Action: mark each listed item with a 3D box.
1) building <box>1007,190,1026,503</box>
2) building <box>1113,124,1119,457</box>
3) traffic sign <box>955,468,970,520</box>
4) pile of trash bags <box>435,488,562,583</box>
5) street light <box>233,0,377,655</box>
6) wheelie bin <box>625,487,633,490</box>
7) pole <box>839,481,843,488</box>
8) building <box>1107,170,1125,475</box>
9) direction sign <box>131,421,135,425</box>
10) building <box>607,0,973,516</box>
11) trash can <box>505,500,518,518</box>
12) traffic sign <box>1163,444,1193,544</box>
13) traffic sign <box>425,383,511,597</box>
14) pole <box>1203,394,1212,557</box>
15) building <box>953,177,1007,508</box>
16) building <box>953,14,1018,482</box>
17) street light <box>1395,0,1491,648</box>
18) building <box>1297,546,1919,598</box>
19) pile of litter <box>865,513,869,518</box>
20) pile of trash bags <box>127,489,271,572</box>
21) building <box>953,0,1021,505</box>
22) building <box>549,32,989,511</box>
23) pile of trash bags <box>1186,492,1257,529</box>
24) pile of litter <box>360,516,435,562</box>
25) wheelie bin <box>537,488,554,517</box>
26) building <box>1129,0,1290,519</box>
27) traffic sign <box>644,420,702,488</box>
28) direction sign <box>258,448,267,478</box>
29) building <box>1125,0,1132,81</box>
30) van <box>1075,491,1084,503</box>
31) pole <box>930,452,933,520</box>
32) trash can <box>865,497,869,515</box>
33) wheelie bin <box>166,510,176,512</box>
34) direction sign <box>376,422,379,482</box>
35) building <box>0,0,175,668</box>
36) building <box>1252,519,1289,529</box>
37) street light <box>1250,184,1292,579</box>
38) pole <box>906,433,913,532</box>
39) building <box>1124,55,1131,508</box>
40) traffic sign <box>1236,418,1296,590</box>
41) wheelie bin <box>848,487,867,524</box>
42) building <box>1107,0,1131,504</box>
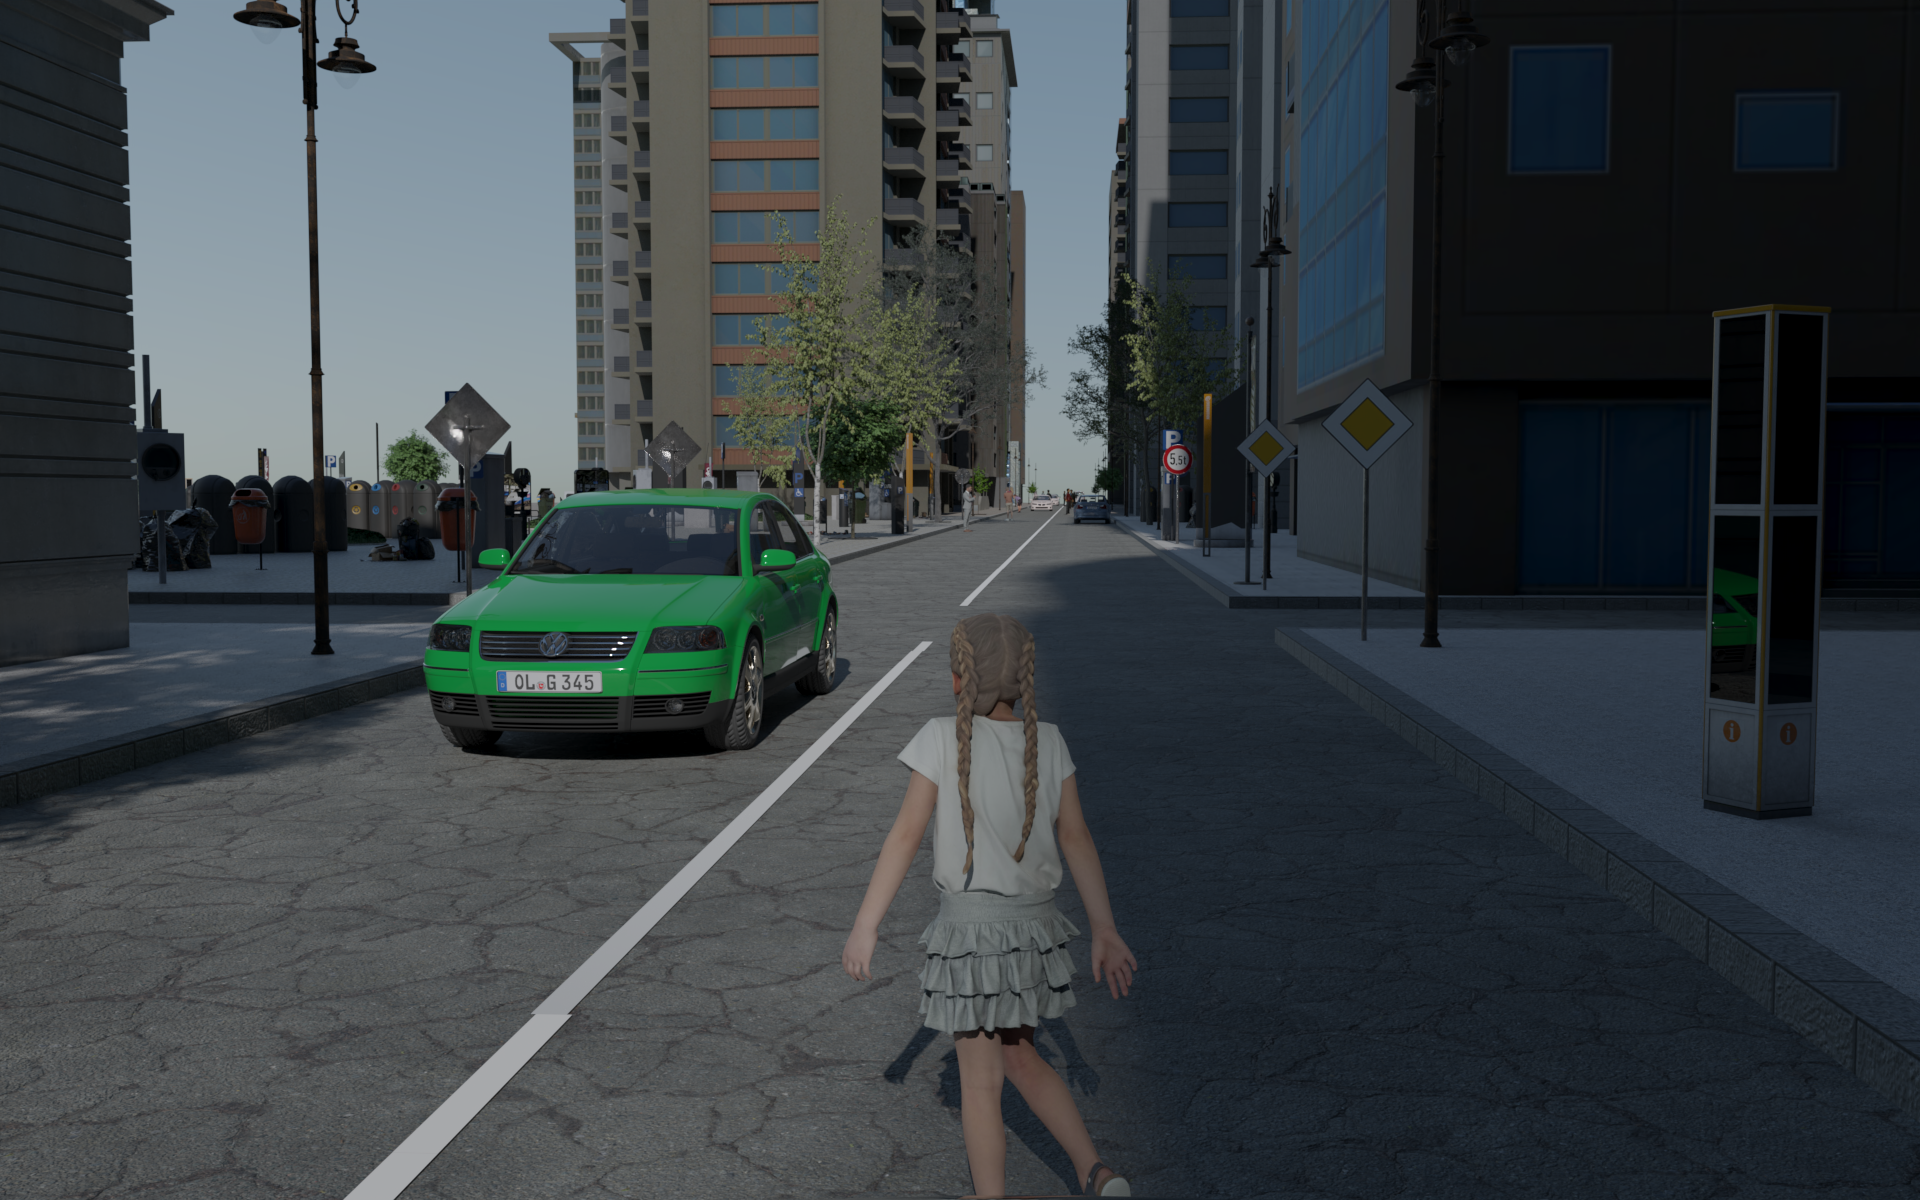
[{"bbox_3d":[2.310,-36.610,248.685,14.600,45.320,14.200,0,4,4],"label":"building"},{"bbox_3d":[28.857,-33.287,198.872,22.147,44.769,28.867,0,4,4],"label":"building"},{"bbox_3d":[0.126,-5.232,85.648,0.768,2.556,0.104,0,4,5],"label":"traffic sign"},{"bbox_3d":[-6.001,-0.979,25.755,3.447,1.369,1.912,-1,4,-17],"label":"pile of trash bags"},{"bbox_3d":[-5.114,-2.503,13.719,0.468,5.910,1.993,0,4,4],"label":"street light"},{"bbox_3d":[-14.244,-4.133,75.479,0.980,1.594,0.693,-1,4,-21],"label":"wheelie bin"},{"bbox_3d":[-4.859,-4.712,70.885,0.158,3.312,0.155,0,3,0],"label":"pole"},{"bbox_3d":[31.827,-38.005,245.090,21.300,48.544,21.600,0,4,4],"label":"building"},{"bbox_3d":[-24.034,-3.552,50.068,0.379,3.537,0.876,0,3,0],"label":"direction sign"},{"bbox_3d":[-10.648,-28.076,113.660,22.147,44.769,28.867,0,4,4],"label":"building"},{"bbox_3d":[-10.276,-1.658,38.763,0.748,1.137,0.748,0,3,0],"label":"trash can"},{"bbox_3d":[5.590,-2.713,44.467,0.768,2.556,0.104,0,4,5],"label":"traffic sign"},{"bbox_3d":[-4.442,-0.734,15.647,0.795,2.450,0.064,0,4,4],"label":"traffic sign"},{"bbox_3d":[5.056,-2.542,35.403,0.158,3.312,0.155,0,3,0],"label":"pole"},{"bbox_3d":[-2.924,-23.768,160.307,14.160,30.474,14.107,0,4,4],"label":"building"},{"bbox_3d":[-8.205,-37.179,197.116,28.713,52.752,27.495,0,4,4],"label":"building"},{"bbox_3d":[3.956,-2.544,14.375,0.468,5.910,1.993,0,4,4],"label":"street light"},{"bbox_3d":[13.109,-23.025,26.570,14.200,45.320,14.600,0,4,4],"label":"building"},{"bbox_3d":[-5.459,-4.865,93.500,1.719,0.858,1.176,-2,4,-35],"label":"pile of litter"},{"bbox_3d":[-13.244,-1.201,29.386,3.447,1.369,1.912,1,4,14],"label":"pile of trash bags"},{"bbox_3d":[-2.964,-55.810,225.170,22.319,86.520,31.000,0,4,4],"label":"building"},{"bbox_3d":[-14.042,-27.443,140.582,32.217,40.220,23.993,0,4,4],"label":"building"},{"bbox_3d":[9.913,-3.339,64.338,1.912,1.369,3.447,-2,4,-26],"label":"pile of trash bags"},{"bbox_3d":[-10.901,-1.197,33.532,1.176,0.858,1.719,3,4,38],"label":"pile of litter"},{"bbox_3d":[-21.415,-4.998,89.626,0.693,1.594,0.980,2,4,35],"label":"wheelie bin"},{"bbox_3d":[21.745,-34.948,113.400,21.231,58.520,28.212,0,4,4],"label":"building"},{"bbox_3d":[-3.910,-1.221,23.614,0.795,2.450,0.064,0,4,4],"label":"traffic sign"},{"bbox_3d":[-34.416,-5.720,85.523,0.379,3.537,0.876,0,4,5],"label":"direction sign"},{"bbox_3d":[24.734,-29.837,142.455,22.147,44.769,28.867,0,4,4],"label":"building"},{"bbox_3d":[16.162,-13.962,235.283,2.013,2.044,4.112,0,4,3],"label":"van"},{"bbox_3d":[-1.389,-5.571,84.932,0.158,3.312,0.155,0,3,0],"label":"pole"},{"bbox_3d":[-5.031,-5.143,95.749,0.748,1.137,0.748,0,3,0],"label":"trash can"},{"bbox_3d":[-22.233,-2.487,48.566,0.693,1.594,0.980,0,4,-3],"label":"wheelie bin"},{"bbox_3d":[-18.545,-3.865,55.194,0.379,3.537,0.876,-1,4,-16],"label":"direction sign"},{"bbox_3d":[-17.012,-10.606,9.559,21.152,22.565,11.583,0,4,4],"label":"building"},{"bbox_3d":[22.648,-32.566,74.458,21.231,58.520,28.212,0,4,4],"label":"building"},{"bbox_3d":[4.672,-3.267,26.201,0.468,5.910,1.993,0,4,4],"label":"street light"},{"bbox_3d":[-1.697,-3.933,58.143,0.158,3.312,0.155,0,3,0],"label":"pole"},{"bbox_3d":[22.709,-29.424,164.672,14.154,41.232,14.086,0,4,4],"label":"building"},{"bbox_3d":[4.065,-1.188,23.063,0.795,2.450,0.064,0,4,4],"label":"traffic sign"},{"bbox_3d":[-4.437,-4.088,74.749,0.693,1.594,0.980,-3,5,-41],"label":"wheelie bin"},{"bbox_3d":[29.573,-47.983,222.765,20.563,71.187,20.611,0,4,4],"label":"building"}]
